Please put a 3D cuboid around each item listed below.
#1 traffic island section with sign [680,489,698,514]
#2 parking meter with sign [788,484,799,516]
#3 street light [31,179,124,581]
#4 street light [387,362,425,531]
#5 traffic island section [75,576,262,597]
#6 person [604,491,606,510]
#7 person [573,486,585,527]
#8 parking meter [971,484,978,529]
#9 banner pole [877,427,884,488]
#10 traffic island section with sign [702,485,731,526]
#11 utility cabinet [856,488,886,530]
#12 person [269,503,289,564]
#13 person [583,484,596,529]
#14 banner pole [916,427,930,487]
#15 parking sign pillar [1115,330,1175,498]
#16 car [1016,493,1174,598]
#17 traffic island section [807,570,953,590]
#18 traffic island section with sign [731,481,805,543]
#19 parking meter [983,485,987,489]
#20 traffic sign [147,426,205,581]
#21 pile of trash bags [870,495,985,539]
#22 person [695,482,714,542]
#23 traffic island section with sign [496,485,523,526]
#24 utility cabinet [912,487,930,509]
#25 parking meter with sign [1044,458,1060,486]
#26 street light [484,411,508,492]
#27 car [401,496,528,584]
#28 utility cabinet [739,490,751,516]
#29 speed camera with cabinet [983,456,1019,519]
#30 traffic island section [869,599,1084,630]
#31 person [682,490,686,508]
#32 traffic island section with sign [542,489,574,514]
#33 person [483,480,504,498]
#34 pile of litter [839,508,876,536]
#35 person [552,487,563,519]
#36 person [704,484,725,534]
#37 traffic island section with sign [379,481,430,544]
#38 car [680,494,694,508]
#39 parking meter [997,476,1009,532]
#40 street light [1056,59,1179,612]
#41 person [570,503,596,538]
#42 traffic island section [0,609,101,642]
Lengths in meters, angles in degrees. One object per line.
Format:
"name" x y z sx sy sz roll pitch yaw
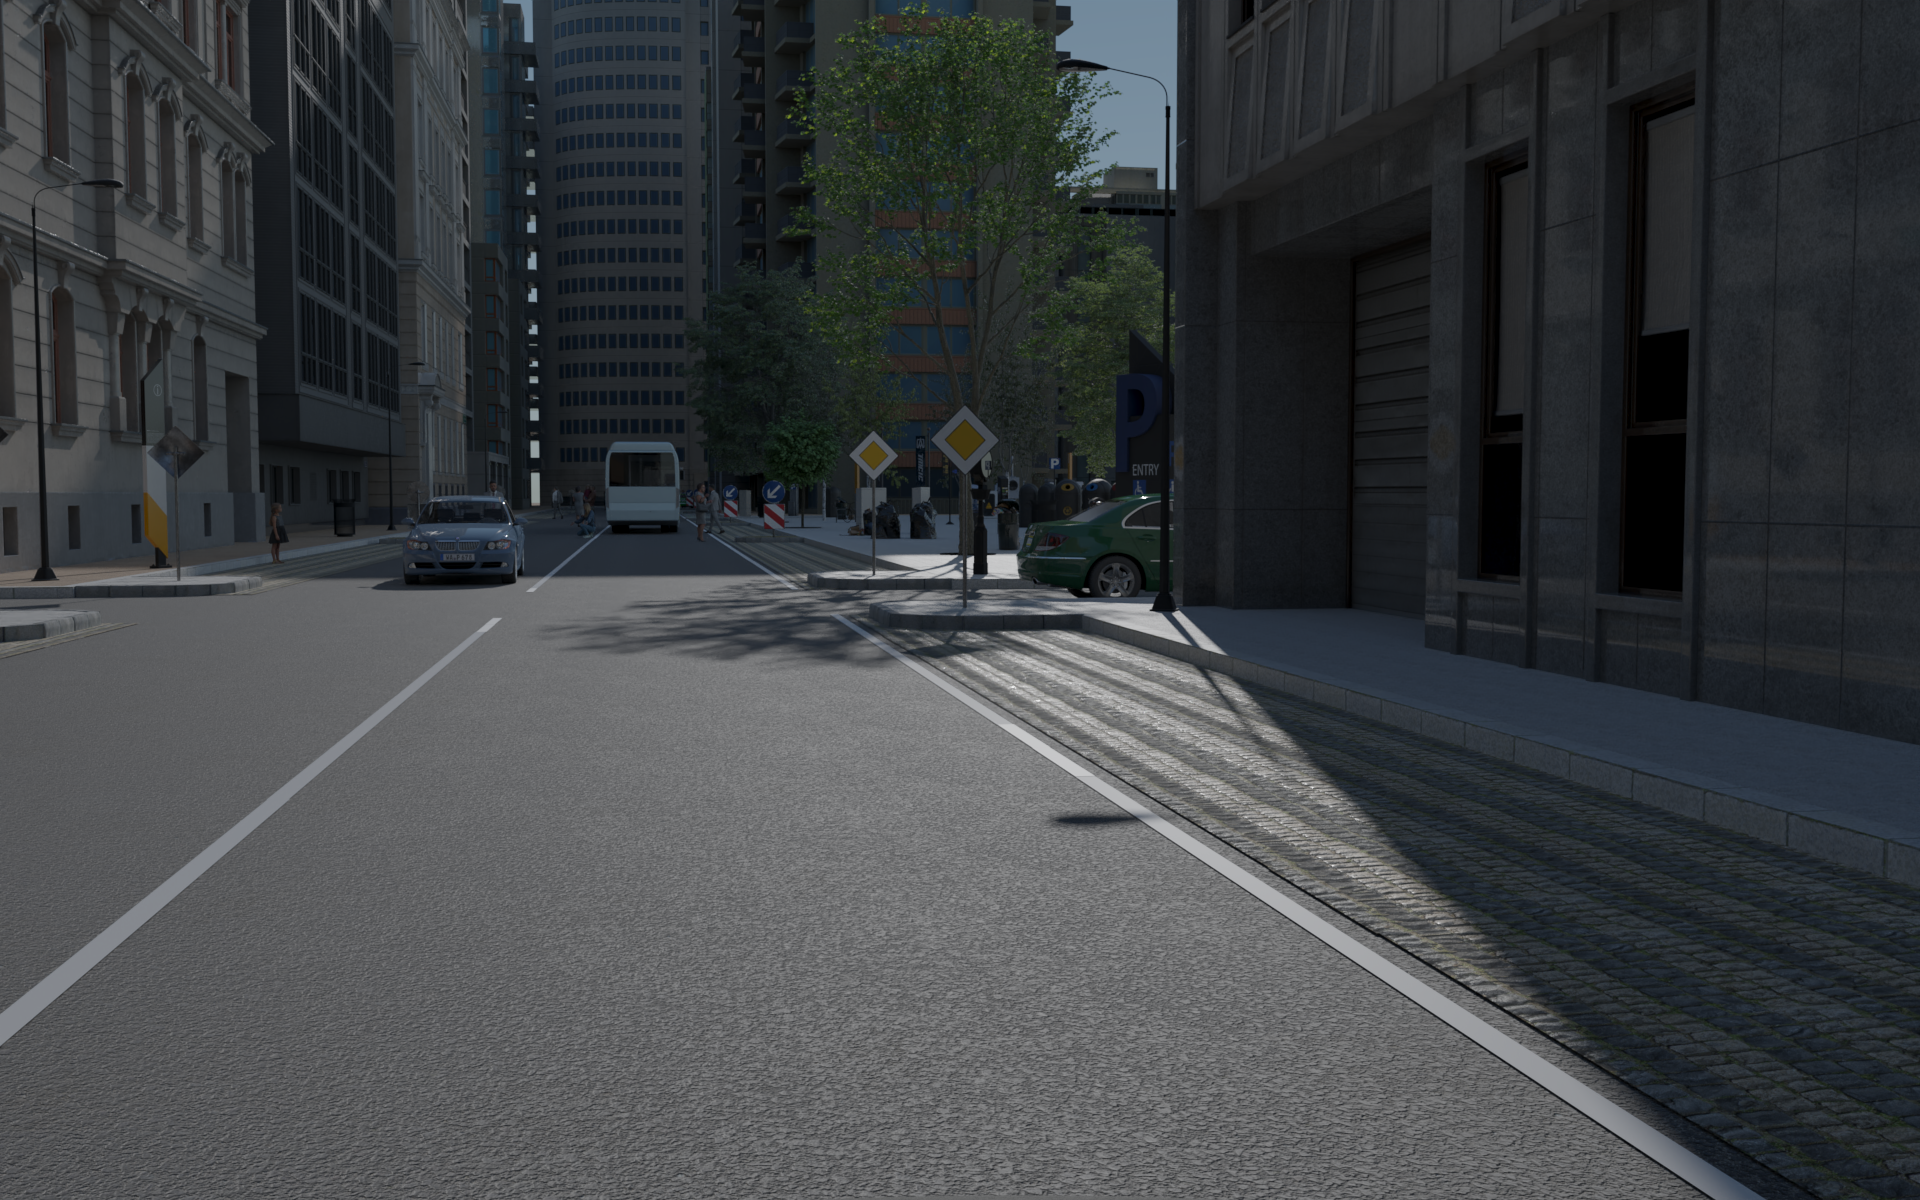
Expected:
"traffic island section with sign" -19.439 -7.285 127.736 1.989 1.847 2.006 -1 4 -10
"parking meter with sign" -9.766 -6.449 101.696 0.543 3.016 1.738 0 4 4
"street light" -13.032 -3.245 25.599 1.470 5.913 1.316 -1 4 -10
"street light" -19.508 -5.410 60.996 1.470 5.913 1.316 -1 4 -10
"traffic island section" -11.571 -0.204 25.609 2.009 0.180 2.903 -1 4 -10
"person" -31.059 -8.745 152.270 0.721 1.735 1.217 -2 4 -29
"person" -16.491 -4.075 75.483 0.716 1.782 0.532 0 4 -2
"parking meter" 0.336 -2.134 43.295 0.372 1.533 0.369 0 3 0
"banner pole" -3.007 -4.603 65.276 0.401 3.779 0.863 -1 4 -19
"traffic island section with sign" -10.499 -4.254 78.180 1.989 1.847 2.006 -1 4 -10
"utility cabinet" -3.132 -3.194 60.907 1.173 1.500 0.318 -3 5 -45
"person" -13.959 -1.366 35.498 0.373 1.253 0.362 1 4 9
"person" -15.169 -3.829 71.083 0.580 1.828 0.573 1 4 11
"banner pole" -1.357 -4.599 65.214 0.863 3.779 0.401 3 4 37
"parking sign pillar" 3.051 -2.411 27.887 1.447 3.967 1.447 -2 4 -31
"car" 3.211 -0.692 23.117 4.920 1.459 2.131 -1 4 -8
"traffic island section" -1.343 -0.316 27.442 2.009 0.180 2.903 -1 4 -10
"traffic island section with sign" -5.710 -2.631 51.652 1.989 1.847 2.006 -1 4 -10
"parking meter" 1.338 -5.473 95.194 0.399 1.863 0.255 0 4 -5
"traffic sign" -11.550 -1.340 25.552 0.795 2.450 0.064 -1 4 -10
"pile of trash bags" -0.955 -2.457 49.916 3.447 1.369 1.912 1 4 16
"person" -7.736 -2.651 52.210 0.532 1.782 0.716 0 4 3
"traffic island section with sign" -20.553 -4.195 77.224 1.989 1.847 2.006 -1 4 -10
"utility cabinet" -1.273 -2.891 55.952 0.318 1.500 1.173 1 4 13
"parking meter with sign" 4.415 -5.390 84.384 0.543 3.016 1.738 -1 4 -10
"street light" -25.929 -7.596 96.732 1.470 5.913 1.316 -1 4 -10
"car" -8.279 -1.046 29.111 2.014 1.417 4.499 -1 4 -12
"utility cabinet" -12.176 -5.478 98.237 0.318 1.500 1.173 -2 4 -26
"speed camera with cabinet" 2.042 -5.858 90.107 2.038 3.252 0.660 0 4 -4
"traffic island section" 0.074 0.165 19.583 2.009 0.180 2.903 -1 4 -10
"person" -26.909 -9.758 167.918 0.709 1.838 0.599 2 4 34
"traffic island section with sign" -29.414 -7.202 126.377 1.989 1.847 2.006 -1 4 -10
"person" -11.945 -2.178 44.377 0.678 1.792 0.850 -1 4 -18
"pile of litter" -2.965 -2.429 53.675 1.719 0.858 1.176 -1 4 -19
"person" -22.997 -5.529 99.002 0.850 1.850 0.679 3 4 39
"person" -8.830 -3.266 62.175 0.850 1.792 0.678 1 4 11
"traffic island section with sign" -15.688 -2.544 50.228 1.989 1.847 2.006 -1 4 -10
"car" -26.166 -9.504 164.183 1.959 1.807 4.718 -1 4 -10
"parking meter" 1.373 -3.035 55.340 0.255 1.863 0.399 -1 4 -20
"street light" 1.712 -2.827 18.763 1.470 5.913 1.316 -1 4 -10
"person" -12.229 -2.602 56.535 0.738 1.151 1.012 -2 4 -29
"traffic island section" -10.154 0.277 17.750 2.009 0.180 2.903 -1 4 -10
